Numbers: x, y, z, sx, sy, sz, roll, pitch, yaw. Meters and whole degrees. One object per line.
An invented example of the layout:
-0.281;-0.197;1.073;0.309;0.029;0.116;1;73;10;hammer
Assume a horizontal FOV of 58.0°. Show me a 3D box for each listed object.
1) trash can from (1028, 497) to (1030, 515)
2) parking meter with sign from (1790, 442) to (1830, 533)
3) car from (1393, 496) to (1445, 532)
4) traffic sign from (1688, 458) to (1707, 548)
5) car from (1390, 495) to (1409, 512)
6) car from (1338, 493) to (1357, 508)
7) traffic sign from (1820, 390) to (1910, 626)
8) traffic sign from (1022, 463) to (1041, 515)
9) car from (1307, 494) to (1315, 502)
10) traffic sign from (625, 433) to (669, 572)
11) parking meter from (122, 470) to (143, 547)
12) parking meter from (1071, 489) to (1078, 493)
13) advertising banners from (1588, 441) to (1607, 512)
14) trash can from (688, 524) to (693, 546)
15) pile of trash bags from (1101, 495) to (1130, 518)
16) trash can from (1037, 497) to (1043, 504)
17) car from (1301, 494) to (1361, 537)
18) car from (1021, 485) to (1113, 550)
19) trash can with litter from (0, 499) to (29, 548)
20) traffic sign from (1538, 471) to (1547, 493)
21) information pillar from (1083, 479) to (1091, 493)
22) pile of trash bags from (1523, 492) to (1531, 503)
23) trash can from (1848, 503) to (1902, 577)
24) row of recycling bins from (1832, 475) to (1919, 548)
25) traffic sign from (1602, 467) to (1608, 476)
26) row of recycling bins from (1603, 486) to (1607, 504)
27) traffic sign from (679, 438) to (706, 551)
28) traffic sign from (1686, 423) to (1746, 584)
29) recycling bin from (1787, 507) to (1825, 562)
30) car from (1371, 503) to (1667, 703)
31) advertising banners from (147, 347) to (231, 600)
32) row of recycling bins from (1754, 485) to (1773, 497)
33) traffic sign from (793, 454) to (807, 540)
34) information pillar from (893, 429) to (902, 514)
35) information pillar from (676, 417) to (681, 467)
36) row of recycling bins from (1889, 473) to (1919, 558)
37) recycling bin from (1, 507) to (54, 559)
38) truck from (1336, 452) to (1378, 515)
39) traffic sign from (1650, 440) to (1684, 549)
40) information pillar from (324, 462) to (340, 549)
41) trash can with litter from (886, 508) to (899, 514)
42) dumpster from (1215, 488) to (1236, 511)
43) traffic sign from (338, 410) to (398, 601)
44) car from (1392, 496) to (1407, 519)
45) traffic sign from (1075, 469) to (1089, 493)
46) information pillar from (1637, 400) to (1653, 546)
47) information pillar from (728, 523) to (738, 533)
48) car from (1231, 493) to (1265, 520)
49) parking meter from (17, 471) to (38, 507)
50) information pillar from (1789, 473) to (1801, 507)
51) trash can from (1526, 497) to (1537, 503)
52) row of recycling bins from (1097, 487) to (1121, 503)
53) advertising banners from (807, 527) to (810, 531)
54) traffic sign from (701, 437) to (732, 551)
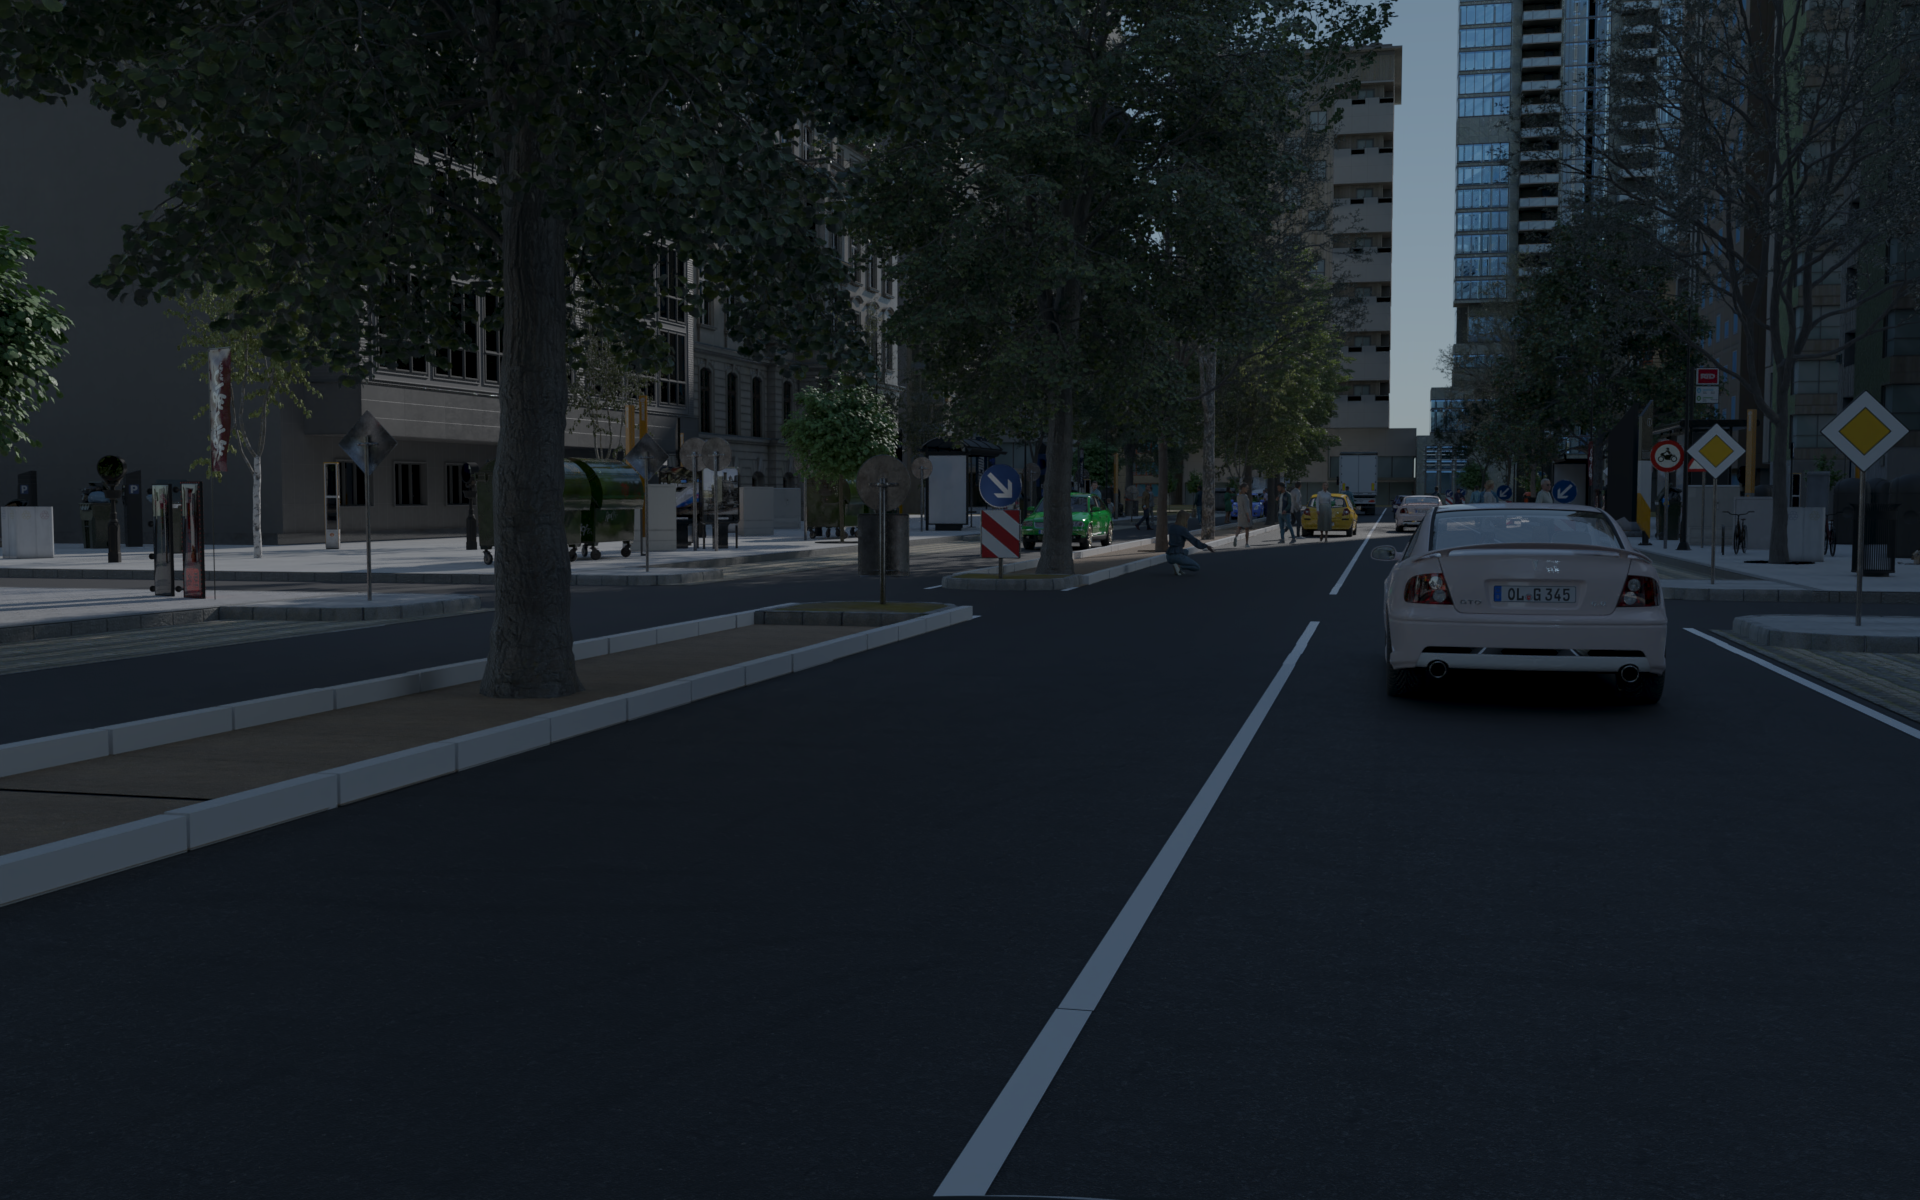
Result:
3.806;-5.070;94.544;0.748;1.137;0.748;0;3;0;trash can
28.690;-3.769;57.878;1.738;3.016;0.543;2;4;29;parking meter with sign
17.702;-3.313;66.524;2.083;1.381;4.827;1;4;13;car
17.620;-2.510;41.050;0.884;2.594;0.081;1;4;22;traffic sign
35.166;-7.635;137.405;1.945;1.354;3.894;1;4;12;car
24.384;-6.241;110.841;1.959;1.807;4.718;1;4;14;car
8.744;-0.805;16.802;0.795;2.450;0.064;1;4;14;traffic sign
2.894;-4.300;70.417;0.768;2.556;0.104;1;4;19;traffic sign
19.527;-5.126;92.611;1.959;1.807;4.718;1;4;14;car
-5.159;-1.522;28.535;0.795;2.450;0.064;1;4;14;traffic sign
-20.078;-2.220;42.011;0.399;1.863;0.255;-3;5;-40;parking meter
5.518;-4.575;83.212;0.372;1.533;0.369;0;3;0;parking meter
20.640;-3.664;56.090;0.090;3.025;2.074;0;4;4;advertising banners
-6.909;-1.924;43.105;0.748;1.137;0.748;0;3;0;trash can
8.302;-5.210;94.931;3.447;1.369;1.912;-3;5;-42;pile of trash bags
3.810;-4.028;77.516;0.748;1.137;0.748;0;3;0;trash can
12.725;-3.016;59.542;2.015;1.641;3.980;1;4;16;car
2.891;-2.280;46.078;1.959;1.807;4.718;1;4;16;car
-22.754;-1.839;41.453;1.055;1.170;0.624;2;4;34;trash can with litter
32.041;-5.854;95.820;0.768;2.556;0.104;1;4;22;traffic sign
6.330;-5.009;86.387;0.304;2.012;0.304;-1;4;-10;information pillar
29.905;-4.837;88.830;1.912;1.369;3.447;-1;4;-14;pile of trash bags
14.238;-0.937;26.978;0.748;1.137;0.748;0;3;0;trash can
23.899;-2.296;44.654;3.534;1.692;1.069;-2;4;-28;row of recycling bins
21.886;-3.469;57.910;0.795;2.450;0.064;1;4;23;traffic sign
33.515;-5.036;89.447;1.069;1.692;3.534;-2;4;-32;row of recycling bins
-5.986;-2.383;39.073;0.768;2.556;0.104;1;4;16;traffic sign
10.689;-1.279;24.548;0.795;2.450;0.064;1;4;14;traffic sign
16.129;-1.258;33.124;0.722;1.027;0.722;2;4;26;recycling bin
4.247;-0.065;13.420;2.083;1.381;4.827;1;4;14;car
-9.449;-1.534;21.261;2.074;3.025;0.090;3;5;39;advertising banners
36.033;-4.293;77.311;1.069;1.692;3.534;2;4;31;row of recycling bins
-4.277;-2.921;47.857;0.768;2.556;0.104;2;4;23;traffic sign
-2.239;-4.335;62.227;0.183;3.616;0.504;3;4;38;information pillar
-8.588;-3.760;52.826;0.183;3.616;0.504;-1;4;-17;information pillar
20.273;-1.730;35.403;3.534;1.692;1.069;-2;4;-27;row of recycling bins
-18.632;-1.349;34.609;0.722;1.027;0.722;3;4;38;recycling bin
27.643;-8.049;120.508;2.839;4.237;11.283;1;4;12;truck
16.554;-2.475;40.577;0.768;2.556;0.104;1;4;22;traffic sign
-14.590;-2.187;40.244;0.304;2.012;0.304;-1;4;-14;information pillar
-2.437;-2.630;54.384;1.055;1.170;0.624;1;4;15;trash can with litter
18.727;-7.043;123.360;1.865;1.857;1.264;1;4;14;dumpster
-7.105;-1.049;20.790;0.795;2.450;0.064;1;4;14;traffic sign
26.435;-5.469;101.994;1.945;1.354;3.894;1;4;14;car
6.100;-5.299;86.746;0.768;2.556;0.104;1;4;20;traffic sign
17.053;-3.166;43.112;0.504;3.616;0.183;-3;4;-36;information pillar
-7.510;-3.231;57.317;0.304;2.012;0.304;1;4;8;information pillar
16.176;-5.375;97.476;1.945;1.707;3.694;1;4;13;car
-23.371;-2.307;43.427;0.399;1.863;0.255;1;4;11;parking meter
29.212;-3.432;60.601;0.304;2.012;0.304;1;4;15;information pillar
26.410;-4.156;79.596;0.748;1.137;0.748;0;3;0;trash can
8.636;-5.763;101.343;1.069;1.692;3.534;1;4;21;row of recycling bins
-5.277;-3.969;61.074;0.090;3.025;2.074;0;4;2;advertising banners
-5.459;-2.362;38.726;0.768;2.556;0.104;1;4;22;traffic sign
